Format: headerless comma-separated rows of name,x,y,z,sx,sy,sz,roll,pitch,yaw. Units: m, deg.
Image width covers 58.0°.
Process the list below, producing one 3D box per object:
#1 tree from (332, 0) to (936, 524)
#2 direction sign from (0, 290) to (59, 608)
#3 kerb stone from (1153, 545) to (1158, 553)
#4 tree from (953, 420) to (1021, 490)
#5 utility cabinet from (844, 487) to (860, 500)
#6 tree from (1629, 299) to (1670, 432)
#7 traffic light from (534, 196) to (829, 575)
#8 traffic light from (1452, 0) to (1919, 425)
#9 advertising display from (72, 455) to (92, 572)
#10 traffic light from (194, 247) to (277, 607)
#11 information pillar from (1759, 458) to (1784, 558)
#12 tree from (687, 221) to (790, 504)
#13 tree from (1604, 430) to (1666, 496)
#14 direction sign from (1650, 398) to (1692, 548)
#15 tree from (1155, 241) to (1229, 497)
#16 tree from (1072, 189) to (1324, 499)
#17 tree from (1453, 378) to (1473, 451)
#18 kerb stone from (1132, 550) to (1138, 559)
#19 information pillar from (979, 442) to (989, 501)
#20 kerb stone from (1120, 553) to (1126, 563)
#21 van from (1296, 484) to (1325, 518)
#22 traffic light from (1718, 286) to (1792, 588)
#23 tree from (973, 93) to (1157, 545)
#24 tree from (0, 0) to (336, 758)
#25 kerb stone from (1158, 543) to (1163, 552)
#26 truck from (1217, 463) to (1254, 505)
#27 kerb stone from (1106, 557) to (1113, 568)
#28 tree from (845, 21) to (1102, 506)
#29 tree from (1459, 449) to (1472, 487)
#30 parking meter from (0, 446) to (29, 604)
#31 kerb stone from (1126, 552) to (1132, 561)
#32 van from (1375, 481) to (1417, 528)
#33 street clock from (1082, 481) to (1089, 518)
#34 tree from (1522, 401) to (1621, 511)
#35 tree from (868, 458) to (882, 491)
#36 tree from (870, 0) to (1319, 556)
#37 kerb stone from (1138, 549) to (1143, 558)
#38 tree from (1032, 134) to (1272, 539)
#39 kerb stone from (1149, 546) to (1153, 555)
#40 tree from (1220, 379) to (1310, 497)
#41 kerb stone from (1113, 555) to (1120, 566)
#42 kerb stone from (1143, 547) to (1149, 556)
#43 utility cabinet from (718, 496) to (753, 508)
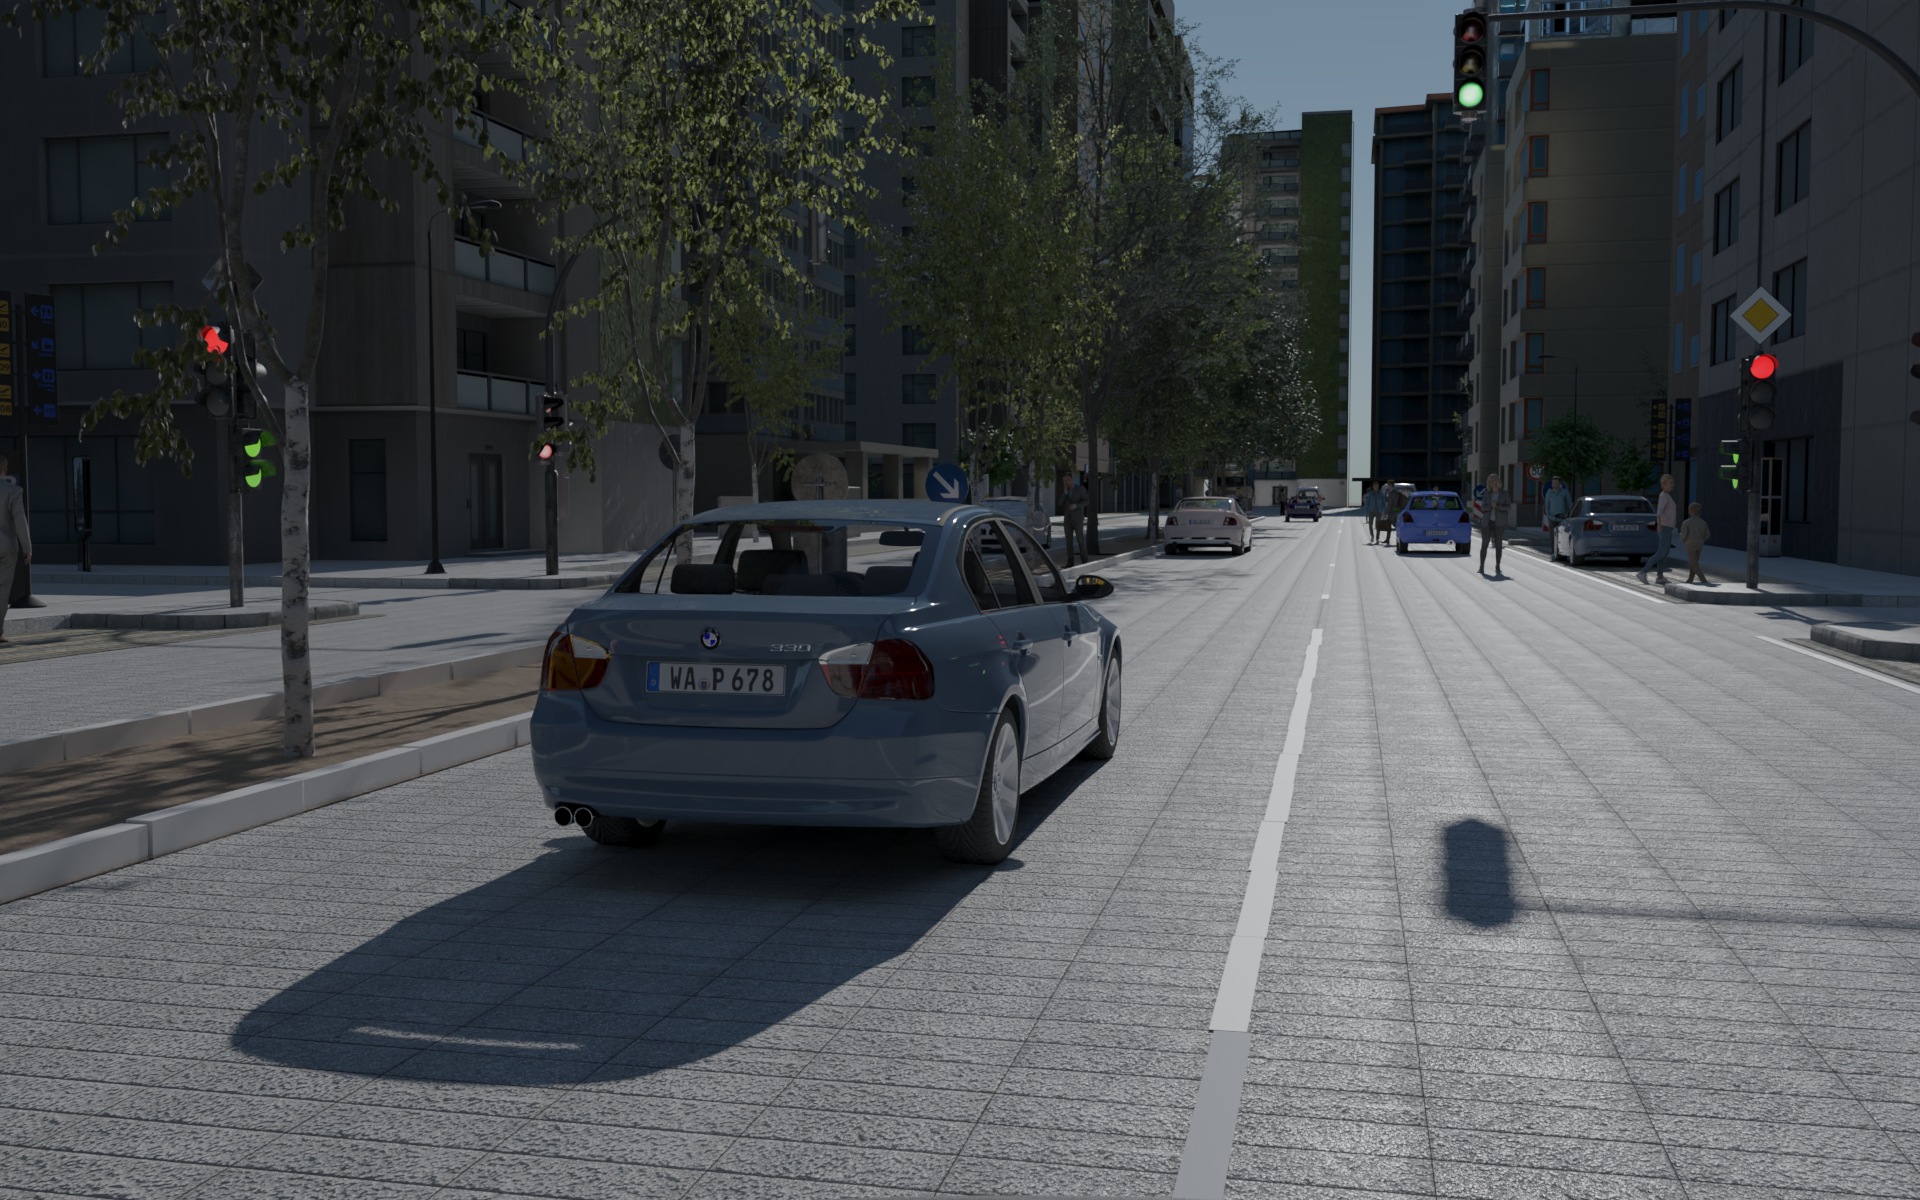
tree,-2.319,-3.794,14.845,4.360,8.622,3.978,0,3,0
direction sign,-10.541,-1.681,19.486,0.379,3.537,0.876,2,4,26
kerb stone,4.612,-1.199,41.848,0.120,0.150,1.000,1,4,13
tree,1.216,-5.658,76.230,4.285,4.588,4.351,0,3,0
utility cabinet,-3.219,-2.541,50.218,0.318,1.500,1.173,1,4,17
tree,26.912,-6.916,63.441,4.360,8.622,3.978,0,3,0
traffic light,-4.391,-3.196,26.927,4.771,5.953,1.251,1,4,13
traffic light,6.980,-2.530,16.041,4.771,5.953,1.251,1,4,13
advertising display,-14.554,-1.438,28.731,0.123,1.923,0.974,-3,4,-36
traffic light,-8.198,-1.874,19.557,0.839,4.253,0.868,1,4,13
information pillar,16.390,-1.865,34.992,0.304,2.012,0.304,-1,4,-11
tree,-5.214,-5.818,45.488,4.737,8.622,4.395,0,3,0
tree,20.253,-3.525,52.233,1.663,3.219,1.824,0,3,0
direction sign,16.860,-3.006,41.149,0.876,3.537,0.379,2,4,28
tree,5.447,-5.861,48.642,4.360,8.622,3.978,0,3,0
tree,8.296,-8.772,62.887,9.611,12.733,9.660,0,3,0
tree,30.712,-9.186,100.557,4.360,8.622,3.978,0,3,0
kerb stone,3.718,-0.958,37.858,0.120,0.150,1.000,1,4,13
information pillar,0.988,-4.962,72.484,0.183,3.616,0.504,-3,5,-44
kerb stone,3.271,-0.835,35.846,0.120,0.150,1.000,1,4,13
van,21.086,-5.983,104.837,2.013,2.044,4.112,1,4,11
traffic light,10.787,-2.116,23.517,0.839,4.253,0.868,1,4,13
tree,1.337,-4.845,32.042,4.360,8.622,3.978,0,3,0
tree,-3.555,-3.460,9.391,4.360,8.622,3.978,0,3,0
kerb stone,4.838,-1.263,42.852,0.120,0.150,1.000,1,4,13
truck,23.455,-9.713,147.715,2.839,4.237,11.283,1,4,14
kerb stone,2.823,-0.710,33.843,0.120,0.150,1.000,1,4,13
tree,0.244,-4.526,26.821,4.737,8.622,4.395,0,3,0
tree,32.705,-7.571,107.496,4.285,4.588,4.351,0,3,0
parking meter,-11.115,-0.889,20.246,0.399,1.863,0.255,-3,4,-37
kerb stone,3.487,-0.896,36.851,0.120,0.150,1.000,1,4,13
van,18.019,-3.938,71.406,2.013,2.044,4.112,1,4,11
street clock,6.915,-5.509,94.645,0.471,2.002,0.358,-2,4,-31
tree,21.457,-4.737,61.163,4.285,4.588,4.351,0,3,0
tree,-4.253,-5.061,77.350,1.663,3.219,1.824,0,3,0
tree,3.093,-7.777,39.974,12.009,13.543,11.850,0,3,0
kerb stone,3.935,-1.019,38.857,0.120,0.150,1.000,1,4,13
tree,6.061,-8.193,54.545,7.486,12.596,7.792,0,3,0
kerb stone,4.386,-1.136,40.852,0.120,0.150,1.000,1,4,13
tree,13.215,-9.115,85.900,8.767,10.594,7.601,1,4,13
kerb stone,3.045,-0.773,34.841,0.120,0.150,1.000,1,4,13
kerb stone,4.169,-1.080,39.852,0.120,0.150,1.000,1,4,13
utility cabinet,-6.485,-2.386,50.168,1.020,1.237,0.306,-1,4,-22
